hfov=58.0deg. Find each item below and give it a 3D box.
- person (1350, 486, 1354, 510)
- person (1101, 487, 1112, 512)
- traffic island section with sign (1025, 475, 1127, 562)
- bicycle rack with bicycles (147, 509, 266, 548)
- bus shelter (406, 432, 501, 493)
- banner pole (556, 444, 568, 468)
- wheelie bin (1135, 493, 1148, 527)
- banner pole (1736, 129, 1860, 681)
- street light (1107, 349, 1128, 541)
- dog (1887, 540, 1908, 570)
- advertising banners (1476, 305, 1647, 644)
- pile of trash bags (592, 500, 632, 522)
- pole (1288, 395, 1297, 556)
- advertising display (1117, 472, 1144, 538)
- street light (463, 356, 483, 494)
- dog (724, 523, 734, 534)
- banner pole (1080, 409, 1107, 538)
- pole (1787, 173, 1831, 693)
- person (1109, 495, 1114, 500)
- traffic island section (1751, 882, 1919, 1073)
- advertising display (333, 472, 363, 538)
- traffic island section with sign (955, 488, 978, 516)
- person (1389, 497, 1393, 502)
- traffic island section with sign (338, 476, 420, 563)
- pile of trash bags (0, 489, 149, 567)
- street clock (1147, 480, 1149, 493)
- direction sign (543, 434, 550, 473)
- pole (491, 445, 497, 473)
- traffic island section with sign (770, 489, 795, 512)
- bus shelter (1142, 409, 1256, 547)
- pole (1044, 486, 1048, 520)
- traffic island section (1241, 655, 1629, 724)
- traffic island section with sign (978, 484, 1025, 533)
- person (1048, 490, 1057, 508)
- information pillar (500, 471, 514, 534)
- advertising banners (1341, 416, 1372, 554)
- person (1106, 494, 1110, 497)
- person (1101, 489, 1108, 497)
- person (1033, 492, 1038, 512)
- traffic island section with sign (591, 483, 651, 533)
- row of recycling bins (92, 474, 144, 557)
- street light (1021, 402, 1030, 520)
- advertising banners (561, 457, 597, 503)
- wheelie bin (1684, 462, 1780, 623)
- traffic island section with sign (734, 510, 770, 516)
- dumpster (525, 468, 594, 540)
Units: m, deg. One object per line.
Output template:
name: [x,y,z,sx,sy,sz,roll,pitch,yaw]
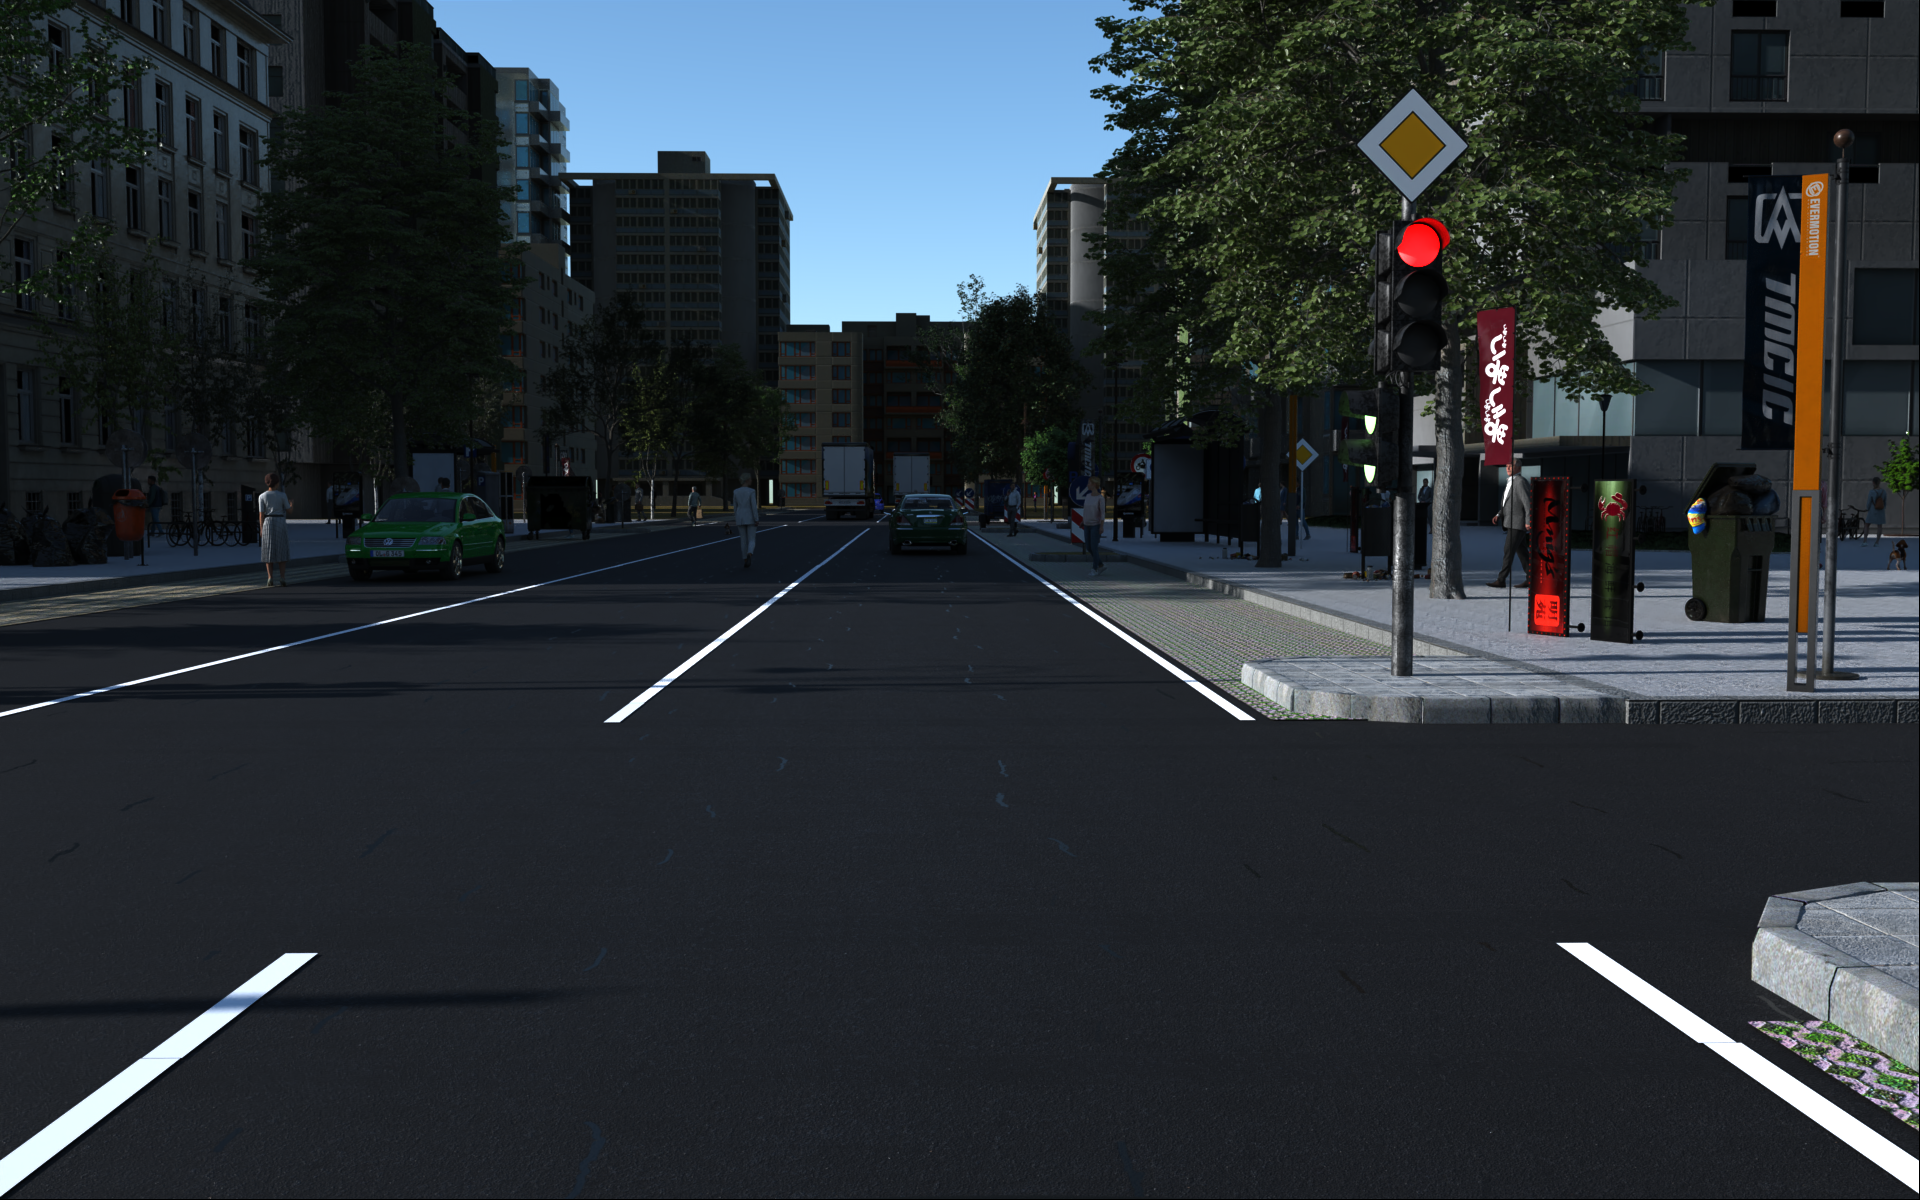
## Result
person: [20.610,-5.109,90.385,0.445,1.727,0.742,-2,4,-34]
person: [10.094,-7.069,121.719,1.348,1.812,0.705,1,4,12]
traffic island section with sign: [2.501,-1.747,37.184,1.989,1.847,2.006,0,4,-1]
bicycle rack with bicycles: [-18.329,-1.753,42.037,2.925,0.926,2.852,2,4,30]
bus shelter: [-17.376,-4.000,59.319,2.014,3.302,5.546,0,4,-2]
banner pole: [-19.781,-5.866,85.930,0.401,3.779,0.863,3,5,42]
wheelie bin: [6.827,-3.602,66.807,0.693,1.594,0.980,1,4,21]
banner pole: [5.834,-1.345,12.012,0.863,3.779,0.401,0,4,5]
street light: [4.229,-4.538,46.988,0.468,5.910,1.993,0,4,-1]
dog: [15.894,-0.766,29.356,0.406,0.507,0.540,0,4,7]
advertising banners: [5.349,-1.187,15.600,0.090,3.025,2.074,-2,4,-25]
pile of trash bags: [-16.565,-4.268,79.539,1.912,1.369,3.447,-3,5,-41]
pole: [6.866,-2.563,35.748,0.158,3.312,0.155,0,3,0]
advertising display: [4.961,-2.787,50.777,0.974,1.923,0.123,3,4,38]
street light: [-14.560,-4.821,51.609,0.468,5.910,1.993,0,4,-1]
dog: [-8.176,-2.537,61.676,0.550,0.427,0.748,3,5,44]
banner pole: [3.911,-3.726,50.944,0.863,3.779,0.401,-1,4,-18]
pole: [5.485,-1.061,11.191,0.158,3.312,0.155,0,3,0]
person: [10.326,-6.526,112.763,1.348,1.822,0.705,-2,4,-32]
traffic island section: [3.356,1.101,4.275,2.009,0.180,2.903,0,4,-1]
advertising display: [-17.712,-2.748,50.144,0.974,1.923,0.123,1,4,21]
traffic island section with sign: [0.494,-6.474,114.475,1.989,1.847,2.006,0,4,-1]
person: [22.283,-4.955,90.311,1.065,1.426,0.557,-2,4,-34]
traffic island section with sign: [-11.804,-1.704,36.486,1.989,1.847,2.006,0,4,-1]
pile of trash bags: [-16.064,-1.318,31.308,3.447,1.369,1.912,1,4,20]
street clock: [8.411,-4.357,75.802,0.358,2.002,0.471,-2,4,-28]
direction sign: [-15.570,-4.479,65.232,0.379,3.537,0.876,-2,4,-27]
pole: [-19.361,-4.780,71.994,0.158,3.312,0.155,0,3,0]
traffic island section with sign: [-14.537,-8.118,141.350,1.989,1.847,2.006,0,4,-1]
bus shelter: [5.986,-3.066,44.051,2.014,3.302,5.546,0,4,-1]
pole: [4.301,-5.678,86.676,0.158,3.312,0.155,0,3,0]
traffic island section: [3.148,0.613,12.257,2.009,0.180,2.903,0,4,-1]
traffic island section with sign: [1.792,-3.418,64.517,1.989,1.847,2.006,0,4,-1]
person: [8.314,-9.368,159.732,1.217,1.766,0.721,0,4,5]
information pillar: [-14.722,-3.166,56.263,0.304,2.012,0.304,2,4,34]
advertising banners: [8.629,-2.546,37.809,0.090,3.025,2.074,0,4,-4]
person: [13.631,-9.609,163.978,1.217,1.723,0.721,0,4,-2]
person: [13.262,-9.388,160.326,1.217,1.735,0.721,-3,4,-38]
person: [5.312,-6.991,123.568,0.599,1.433,0.991,1,4,9]
traffic island section with sign: [-12.519,-3.395,64.140,1.989,1.847,2.006,0,4,-1]
row of recycling bins: [-18.022,-1.832,37.065,1.069,1.692,3.534,-2,4,-26]
street light: [3.264,-6.974,86.808,0.468,5.910,1.993,0,4,-1]
advertising banners: [-18.135,-5.272,82.378,2.074,3.025,0.090,2,4,28]
wheelie bin: [7.803,-0.584,17.455,0.980,1.594,0.693,-2,4,-29]
traffic island section with sign: [-13.830,-6.468,114.379,1.989,1.847,2.006,0,4,-1]
dumpster: [-12.455,-2.994,53.909,1.985,2.255,1.502,0,4,-3]
